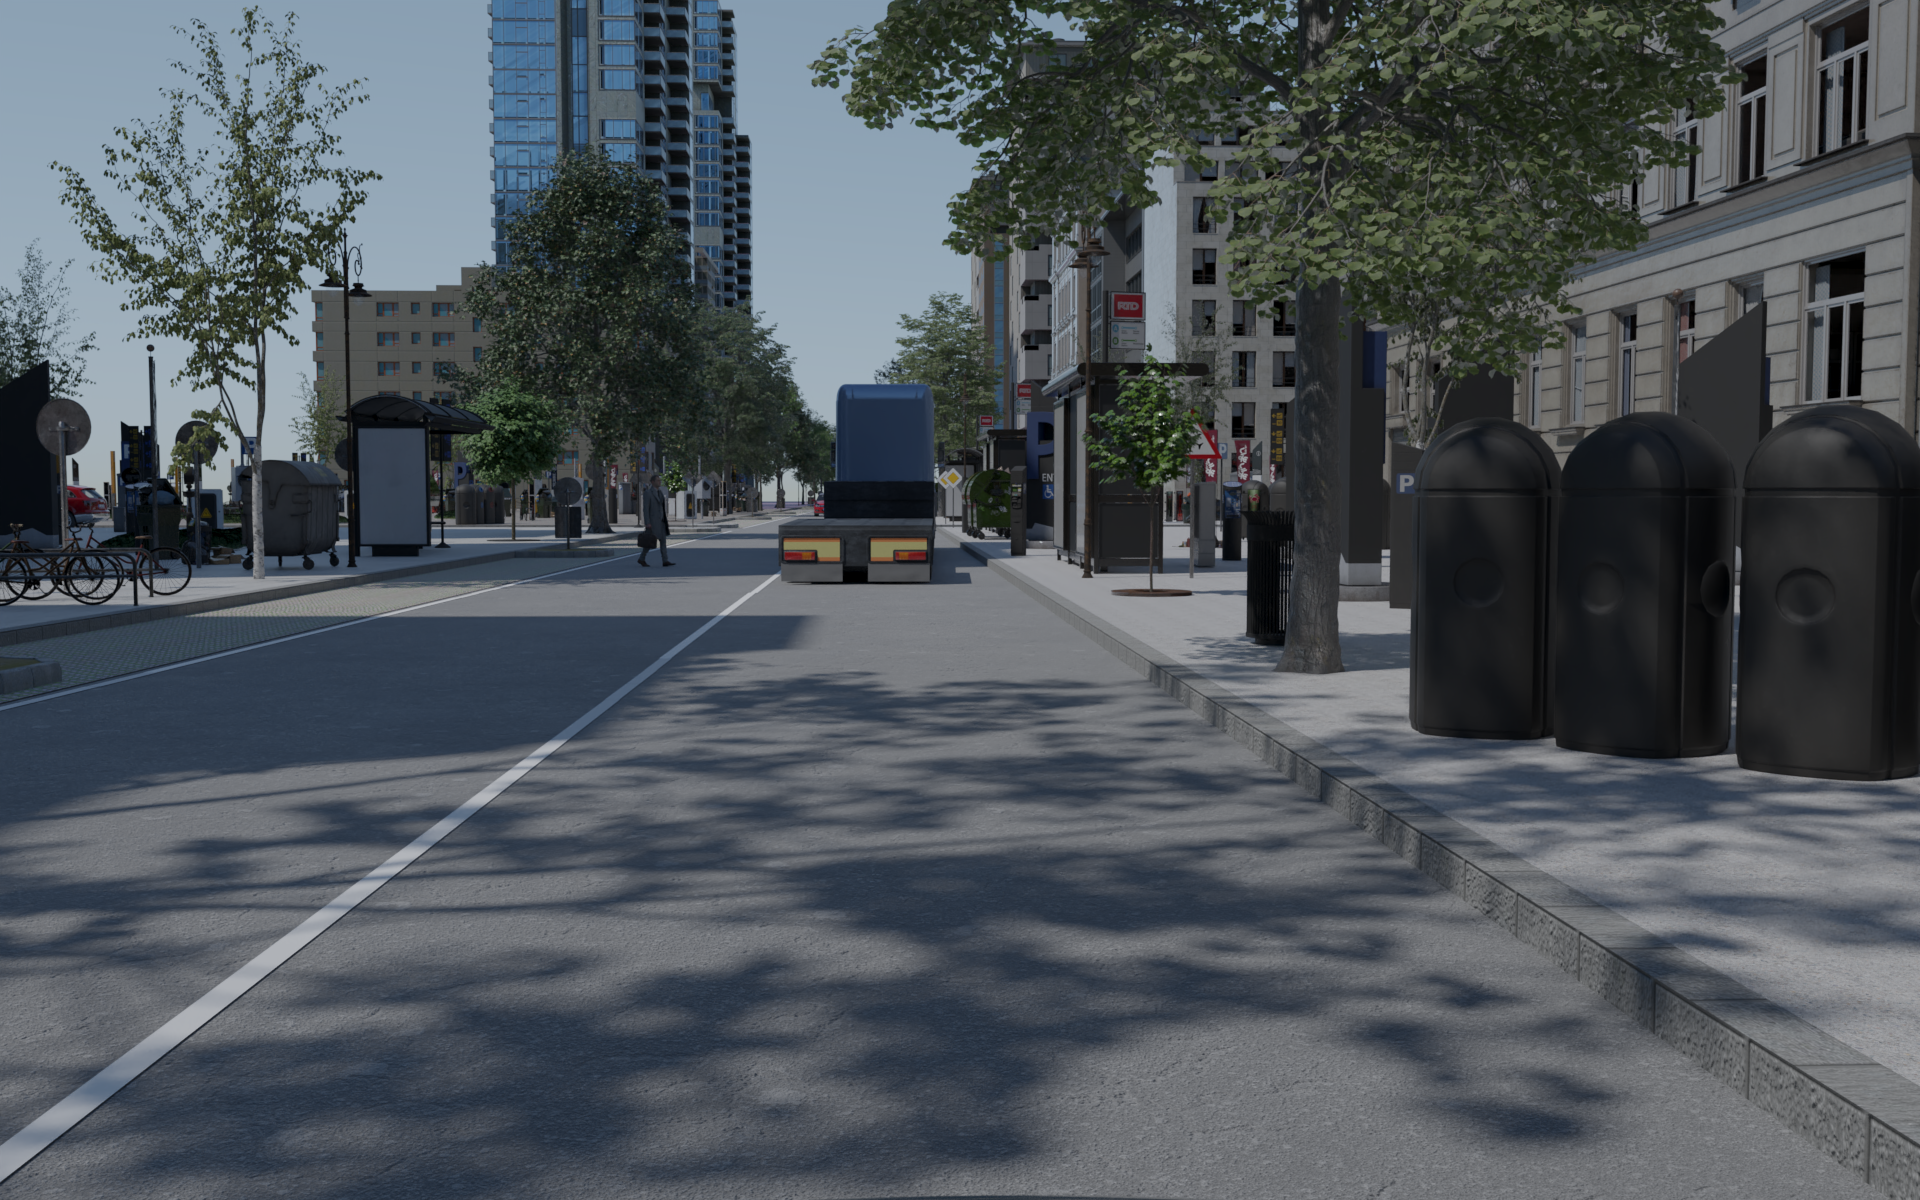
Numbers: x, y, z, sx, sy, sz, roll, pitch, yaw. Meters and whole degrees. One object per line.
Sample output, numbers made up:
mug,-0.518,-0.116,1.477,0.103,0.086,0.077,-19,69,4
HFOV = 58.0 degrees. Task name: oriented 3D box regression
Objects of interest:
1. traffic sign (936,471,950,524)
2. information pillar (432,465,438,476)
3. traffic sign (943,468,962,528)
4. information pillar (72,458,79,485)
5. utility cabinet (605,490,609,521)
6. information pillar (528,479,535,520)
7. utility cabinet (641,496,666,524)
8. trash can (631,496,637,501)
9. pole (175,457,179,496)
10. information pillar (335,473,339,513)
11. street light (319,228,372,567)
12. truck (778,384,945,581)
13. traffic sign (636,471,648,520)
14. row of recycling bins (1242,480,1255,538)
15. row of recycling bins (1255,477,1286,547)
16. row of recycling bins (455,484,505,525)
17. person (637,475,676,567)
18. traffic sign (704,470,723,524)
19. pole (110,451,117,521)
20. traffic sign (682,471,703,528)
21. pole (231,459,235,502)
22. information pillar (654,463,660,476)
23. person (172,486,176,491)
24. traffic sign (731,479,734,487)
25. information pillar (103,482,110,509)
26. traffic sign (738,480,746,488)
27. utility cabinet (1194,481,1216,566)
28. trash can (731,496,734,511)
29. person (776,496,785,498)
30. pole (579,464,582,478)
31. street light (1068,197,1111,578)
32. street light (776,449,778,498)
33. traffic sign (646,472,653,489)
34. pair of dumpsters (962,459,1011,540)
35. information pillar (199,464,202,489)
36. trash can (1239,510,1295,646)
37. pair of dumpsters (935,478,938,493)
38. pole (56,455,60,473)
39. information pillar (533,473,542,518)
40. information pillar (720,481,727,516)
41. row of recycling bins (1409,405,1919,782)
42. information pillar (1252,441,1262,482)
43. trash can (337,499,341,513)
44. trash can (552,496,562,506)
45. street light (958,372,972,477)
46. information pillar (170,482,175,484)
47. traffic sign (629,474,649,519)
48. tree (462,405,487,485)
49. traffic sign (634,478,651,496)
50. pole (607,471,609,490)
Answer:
traffic sign,-0.612,-4.293,73.832,0.795,2.450,0.064,0,4,-3
information pillar,-42.578,-9.122,140.500,0.504,3.616,0.183,-2,4,-33
traffic sign,-0.261,-3.805,65.855,0.795,2.450,0.064,0,4,-3
information pillar,-56.923,-7.348,111.493,0.183,3.616,0.504,1,4,19
utility cabinet,-16.672,-4.462,81.633,0.318,1.500,1.173,0,4,-8
information pillar,-21.148,-4.958,85.549,0.304,2.012,0.304,-1,4,-16
utility cabinet,-12.940,-3.793,73.185,1.020,1.237,0.306,0,4,-4
trash can,-22.783,-6.666,120.642,0.748,1.137,0.748,0,3,0
pole,-42.845,-6.172,94.749,0.158,3.312,0.155,0,3,0
information pillar,-21.562,-3.363,59.482,0.304,2.012,0.304,1,4,18
street light,-10.671,-3.513,30.222,0.468,5.910,1.993,0,4,-3
truck,-1.765,-2.860,36.528,2.967,4.110,18.799,0,4,-1
traffic sign,-15.576,-5.157,84.419,0.768,2.556,0.104,0,4,3
row of recycling bins,9.874,-2.699,51.249,3.534,1.692,1.069,-1,4,-23
row of recycling bins,8.759,-2.085,41.195,1.069,1.692,3.534,-3,4,-37
row of recycling bins,-20.460,-4.073,73.700,1.069,1.692,3.534,1,4,11
person,-5.991,-1.563,34.160,0.767,1.812,0.694,2,4,27
traffic sign,-10.448,-4.268,73.421,0.795,2.450,0.064,0,4,-3
pole,-39.950,-5.377,81.750,0.158,3.312,0.155,0,3,0
traffic sign,-10.096,-3.780,65.444,0.795,2.450,0.064,0,4,-3
pole,-42.277,-6.537,100.727,0.158,3.312,0.155,0,3,0
information pillar,-22.871,-8.524,130.726,0.504,3.616,0.183,2,4,32
person,-30.512,-3.545,67.136,0.731,1.740,0.598,0,4,8
traffic sign,-18.238,-8.355,136.703,0.768,2.556,0.104,0,4,1
information pillar,-51.377,-6.104,104.294,0.304,2.012,0.304,-1,4,-20
traffic sign,-18.499,-8.943,146.318,0.768,2.556,0.104,0,4,2
utility cabinet,4.307,-1.350,30.757,0.318,1.500,1.173,0,4,1
trash can,-15.031,-6.161,112.388,0.748,1.137,0.748,0,3,0
person,-23.488,-13.298,226.653,1.217,1.736,0.721,0,4,-6
pole,-25.647,-7.535,117.041,0.158,3.312,0.155,0,3,0
street light,1.948,-3.273,26.294,0.468,5.910,1.993,0,4,-3
street light,-15.827,-10.848,150.154,0.468,5.910,1.993,0,4,-3
traffic sign,-15.950,-5.360,88.820,0.795,2.450,0.064,0,3,0
pair of dumpsters,0.922,-2.930,50.401,1.574,2.255,4.437,0,4,-2
information pillar,-48.374,-7.270,110.221,0.183,3.616,0.504,0,4,7
trash can,2.758,-0.193,14.817,0.748,1.137,0.748,0,3,0
pair of dumpsters,-1.312,-6.298,105.471,1.574,2.255,4.437,0,4,-3
pole,-23.420,-3.137,45.133,0.158,3.312,0.155,0,3,0
information pillar,-23.053,-6.306,94.452,0.504,3.616,0.183,-2,4,-31
information pillar,-13.621,-5.820,99.645,0.304,2.012,0.304,-3,5,-45
row of recycling bins,3.825,-0.081,8.436,3.534,1.692,1.069,3,5,43
information pillar,13.105,-5.198,76.343,0.504,3.616,0.183,3,5,44
trash can,-48.136,-7.403,132.687,0.748,1.137,0.748,0,3,0
trash can,-24.057,-5.603,103.257,0.748,1.137,0.748,0,3,0
street light,0.189,-5.669,65.474,0.468,5.910,1.993,0,4,-3
information pillar,-49.794,-6.428,109.593,0.304,2.012,0.304,-1,4,-16
traffic sign,-14.202,-4.686,76.627,0.884,2.594,0.081,0,4,5
tree,-36.724,-10.646,124.417,4.737,8.622,4.395,0,3,0
traffic sign,-16.050,-5.355,87.561,0.884,2.594,0.081,0,4,6
pole,-20.363,-6.508,100.245,0.158,3.312,0.155,0,3,0
